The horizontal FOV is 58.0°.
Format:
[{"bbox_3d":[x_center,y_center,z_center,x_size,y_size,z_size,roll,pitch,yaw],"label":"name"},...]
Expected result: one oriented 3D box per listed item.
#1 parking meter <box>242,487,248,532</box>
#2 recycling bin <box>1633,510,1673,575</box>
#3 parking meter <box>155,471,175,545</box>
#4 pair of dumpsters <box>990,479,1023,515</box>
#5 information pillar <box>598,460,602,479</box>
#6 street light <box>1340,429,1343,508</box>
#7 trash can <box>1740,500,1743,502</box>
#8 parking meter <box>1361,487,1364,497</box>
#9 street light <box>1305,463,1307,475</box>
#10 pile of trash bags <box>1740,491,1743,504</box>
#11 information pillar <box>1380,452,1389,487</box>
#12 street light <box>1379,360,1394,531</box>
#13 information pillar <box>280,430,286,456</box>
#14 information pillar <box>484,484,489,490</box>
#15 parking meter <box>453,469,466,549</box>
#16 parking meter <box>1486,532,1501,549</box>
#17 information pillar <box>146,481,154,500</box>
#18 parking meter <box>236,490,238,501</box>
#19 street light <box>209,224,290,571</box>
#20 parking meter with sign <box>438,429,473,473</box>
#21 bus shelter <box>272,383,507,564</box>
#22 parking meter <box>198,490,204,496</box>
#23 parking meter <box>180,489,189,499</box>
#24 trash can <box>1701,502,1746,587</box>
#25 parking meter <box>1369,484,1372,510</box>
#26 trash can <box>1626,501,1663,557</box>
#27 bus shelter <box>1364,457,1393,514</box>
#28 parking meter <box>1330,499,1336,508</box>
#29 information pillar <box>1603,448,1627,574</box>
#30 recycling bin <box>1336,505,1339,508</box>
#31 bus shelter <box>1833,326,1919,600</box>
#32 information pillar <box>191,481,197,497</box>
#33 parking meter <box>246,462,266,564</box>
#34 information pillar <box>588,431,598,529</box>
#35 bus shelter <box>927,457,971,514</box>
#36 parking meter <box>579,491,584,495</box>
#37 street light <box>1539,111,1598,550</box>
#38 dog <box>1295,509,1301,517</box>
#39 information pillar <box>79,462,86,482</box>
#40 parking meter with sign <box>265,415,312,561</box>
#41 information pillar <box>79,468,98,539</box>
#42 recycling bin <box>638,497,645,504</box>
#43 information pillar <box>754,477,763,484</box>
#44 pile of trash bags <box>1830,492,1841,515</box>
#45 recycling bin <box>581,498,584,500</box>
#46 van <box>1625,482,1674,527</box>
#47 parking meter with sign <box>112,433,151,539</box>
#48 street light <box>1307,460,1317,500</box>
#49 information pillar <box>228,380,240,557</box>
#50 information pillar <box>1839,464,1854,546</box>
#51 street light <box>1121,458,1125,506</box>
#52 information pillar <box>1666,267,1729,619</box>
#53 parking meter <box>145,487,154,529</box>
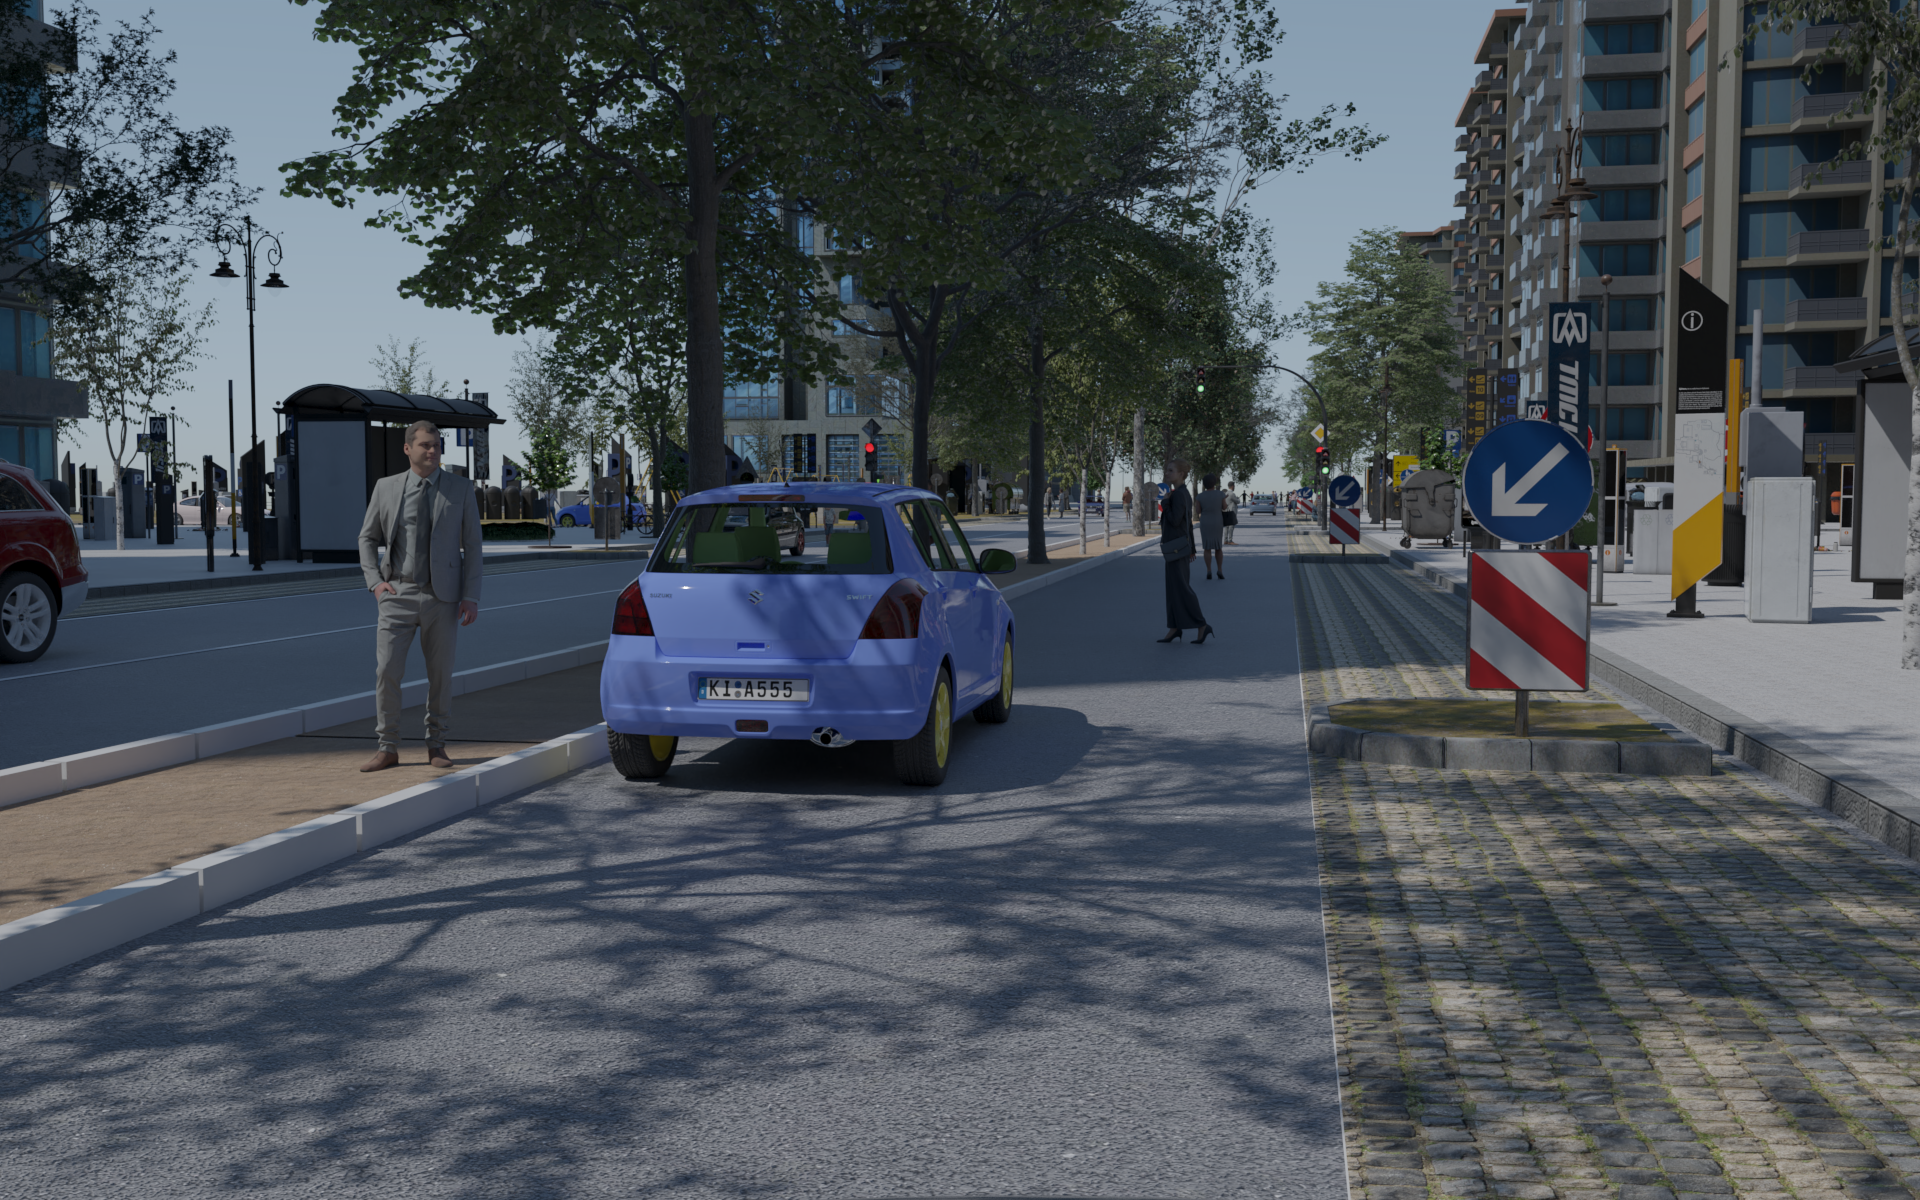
[{"bbox_3d":[-24.152,-3.080,58.770,0.372,1.533,0.369,0,3,0],"label":"parking meter"},{"bbox_3d":[11.205,-0.934,27.818,0.722,1.027,0.722,1,4,21],"label":"recycling bin"},{"bbox_3d":[-20.242,-2.348,44.108,0.255,1.863,0.399,3,4,37],"label":"parking meter"},{"bbox_3d":[2.905,-6.493,108.646,1.574,2.255,4.437,1,4,10],"label":"pair of dumpsters"},{"bbox_3d":[-23.680,-7.397,112.291,0.504,3.616,0.183,-1,4,-15],"label":"information pillar"},{"bbox_3d":[22.782,-7.974,103.167,0.468,5.910,1.993,1,4,11],"label":"street light"},{"bbox_3d":[19.904,-2.030,44.842,0.748,1.137,0.748,0,3,0],"label":"trash can"},{"bbox_3d":[32.855,-8.312,141.617,0.255,1.863,0.399,1,4,11],"label":"parking meter"},{"bbox_3d":[52.032,-17.577,260.165,0.468,5.910,1.993,1,4,11],"label":"street light"},{"bbox_3d":[21.648,-2.489,50.444,3.447,1.369,1.912,-2,4,-25],"label":"pile of trash bags"},{"bbox_3d":[23.181,-6.326,94.787,0.504,3.616,0.183,0,4,-2],"label":"information pillar"},{"bbox_3d":[14.692,-5.319,59.761,0.468,5.910,1.993,1,4,11],"label":"street light"},{"bbox_3d":[-21.565,-3.937,55.725,0.504,3.616,0.183,-1,4,-16],"label":"information pillar"},{"bbox_3d":[-35.314,-7.624,129.149,0.304,2.012,0.304,-2,4,-28],"label":"information pillar"},{"bbox_3d":[-11.723,-2.134,40.597,0.399,1.863,0.255,1,4,23],"label":"parking meter"},{"bbox_3d":[11.333,-1.905,36.866,0.399,1.863,0.255,2,4,32],"label":"parking meter"},{"bbox_3d":[-45.593,-5.688,97.491,0.304,2.012,0.304,2,4,34],"label":"information pillar"},{"bbox_3d":[-40.179,-5.393,96.592,0.372,1.533,0.369,0,3,0],"label":"parking meter"},{"bbox_3d":[-11.773,-3.429,28.850,0.468,5.910,1.993,1,4,11],"label":"street light"},{"bbox_3d":[-12.924,-2.956,44.599,0.543,3.016,1.738,-2,4,-33],"label":"parking meter with sign"},{"bbox_3d":[-11.149,-2.478,34.443,2.014,3.302,5.546,1,4,10],"label":"bus shelter"},{"bbox_3d":[-44.688,-5.732,102.123,0.372,1.533,0.369,0,3,0],"label":"parking meter"},{"bbox_3d":[-37.351,-4.590,83.454,0.372,1.533,0.369,0,3,0],"label":"parking meter"},{"bbox_3d":[10.691,-0.766,24.178,0.748,1.137,0.748,0,3,0],"label":"trash can"},{"bbox_3d":[22.909,-5.529,96.117,0.399,1.863,0.255,1,4,13],"label":"parking meter"},{"bbox_3d":[13.958,-1.454,35.427,0.748,1.137,0.748,0,3,0],"label":"trash can"},{"bbox_3d":[28.584,-7.778,118.460,1.731,3.624,6.357,1,4,11],"label":"bus shelter"},{"bbox_3d":[23.267,-6.263,108.110,0.399,1.863,0.255,1,4,19],"label":"parking meter"},{"bbox_3d":[10.566,-1.440,28.039,0.304,2.012,0.304,-3,5,-44],"label":"information pillar"},{"bbox_3d":[29.321,-7.464,134.586,0.722,1.027,0.722,2,4,29],"label":"recycling bin"},{"bbox_3d":[11.200,-1.499,18.437,2.014,3.302,5.546,1,4,10],"label":"bus shelter"},{"bbox_3d":[-43.914,-5.802,99.349,0.304,2.012,0.304,-2,4,-24],"label":"information pillar"},{"bbox_3d":[-12.898,-1.592,31.733,0.255,1.863,0.399,-1,4,-14],"label":"parking meter"},{"bbox_3d":[-13.753,-4.481,64.626,0.183,3.616,0.504,-2,4,-24],"label":"information pillar"},{"bbox_3d":[-0.673,-7.258,109.949,1.731,3.624,6.357,1,4,10],"label":"bus shelter"},{"bbox_3d":[-27.724,-7.246,126.876,0.372,1.533,0.369,0,3,0],"label":"parking meter"},{"bbox_3d":[7.486,-2.976,21.450,0.468,5.910,1.993,1,4,11],"label":"street light"},{"bbox_3d":[20.744,-5.319,106.247,0.540,0.507,0.406,2,4,30],"label":"dog"},{"bbox_3d":[-63.410,-8.190,125.262,0.504,3.616,0.183,-3,4,-37],"label":"information pillar"},{"bbox_3d":[-13.041,-2.301,33.890,0.543,3.016,1.738,2,4,27],"label":"parking meter with sign"},{"bbox_3d":[-24.684,-2.731,49.139,0.304,2.012,0.304,2,4,30],"label":"information pillar"},{"bbox_3d":[-24.129,-7.186,130.042,0.722,1.027,0.722,3,4,37],"label":"recycling bin"},{"bbox_3d":[-8.534,-4.216,73.423,0.304,2.012,0.304,3,5,44],"label":"information pillar"},{"bbox_3d":[50.777,-5.553,100.547,1.912,1.369,3.447,-2,4,-26],"label":"pile of trash bags"},{"bbox_3d":[-23.684,-5.991,110.505,0.722,1.027,0.722,2,4,30],"label":"recycling bin"},{"bbox_3d":[23.680,-3.384,62.333,4.112,2.044,2.013,1,4,12],"label":"van"},{"bbox_3d":[-24.045,-3.309,50.355,1.738,3.016,0.543,3,4,36],"label":"parking meter with sign"},{"bbox_3d":[44.139,-14.943,217.109,0.468,5.910,1.993,1,4,11],"label":"street light"},{"bbox_3d":[-14.825,-2.688,35.298,0.183,3.616,0.504,-1,4,-22],"label":"information pillar"},{"bbox_3d":[21.818,-2.329,42.565,0.304,2.012,0.304,2,4,31],"label":"information pillar"},{"bbox_3d":[17.501,-13.032,185.856,0.468,5.910,1.993,1,4,11],"label":"street light"},{"bbox_3d":[7.609,-1.620,17.845,0.504,3.616,0.183,2,4,32],"label":"information pillar"},{"bbox_3d":[-29.781,-3.371,63.532,0.372,1.533,0.369,0,3,0],"label":"parking meter"}]
